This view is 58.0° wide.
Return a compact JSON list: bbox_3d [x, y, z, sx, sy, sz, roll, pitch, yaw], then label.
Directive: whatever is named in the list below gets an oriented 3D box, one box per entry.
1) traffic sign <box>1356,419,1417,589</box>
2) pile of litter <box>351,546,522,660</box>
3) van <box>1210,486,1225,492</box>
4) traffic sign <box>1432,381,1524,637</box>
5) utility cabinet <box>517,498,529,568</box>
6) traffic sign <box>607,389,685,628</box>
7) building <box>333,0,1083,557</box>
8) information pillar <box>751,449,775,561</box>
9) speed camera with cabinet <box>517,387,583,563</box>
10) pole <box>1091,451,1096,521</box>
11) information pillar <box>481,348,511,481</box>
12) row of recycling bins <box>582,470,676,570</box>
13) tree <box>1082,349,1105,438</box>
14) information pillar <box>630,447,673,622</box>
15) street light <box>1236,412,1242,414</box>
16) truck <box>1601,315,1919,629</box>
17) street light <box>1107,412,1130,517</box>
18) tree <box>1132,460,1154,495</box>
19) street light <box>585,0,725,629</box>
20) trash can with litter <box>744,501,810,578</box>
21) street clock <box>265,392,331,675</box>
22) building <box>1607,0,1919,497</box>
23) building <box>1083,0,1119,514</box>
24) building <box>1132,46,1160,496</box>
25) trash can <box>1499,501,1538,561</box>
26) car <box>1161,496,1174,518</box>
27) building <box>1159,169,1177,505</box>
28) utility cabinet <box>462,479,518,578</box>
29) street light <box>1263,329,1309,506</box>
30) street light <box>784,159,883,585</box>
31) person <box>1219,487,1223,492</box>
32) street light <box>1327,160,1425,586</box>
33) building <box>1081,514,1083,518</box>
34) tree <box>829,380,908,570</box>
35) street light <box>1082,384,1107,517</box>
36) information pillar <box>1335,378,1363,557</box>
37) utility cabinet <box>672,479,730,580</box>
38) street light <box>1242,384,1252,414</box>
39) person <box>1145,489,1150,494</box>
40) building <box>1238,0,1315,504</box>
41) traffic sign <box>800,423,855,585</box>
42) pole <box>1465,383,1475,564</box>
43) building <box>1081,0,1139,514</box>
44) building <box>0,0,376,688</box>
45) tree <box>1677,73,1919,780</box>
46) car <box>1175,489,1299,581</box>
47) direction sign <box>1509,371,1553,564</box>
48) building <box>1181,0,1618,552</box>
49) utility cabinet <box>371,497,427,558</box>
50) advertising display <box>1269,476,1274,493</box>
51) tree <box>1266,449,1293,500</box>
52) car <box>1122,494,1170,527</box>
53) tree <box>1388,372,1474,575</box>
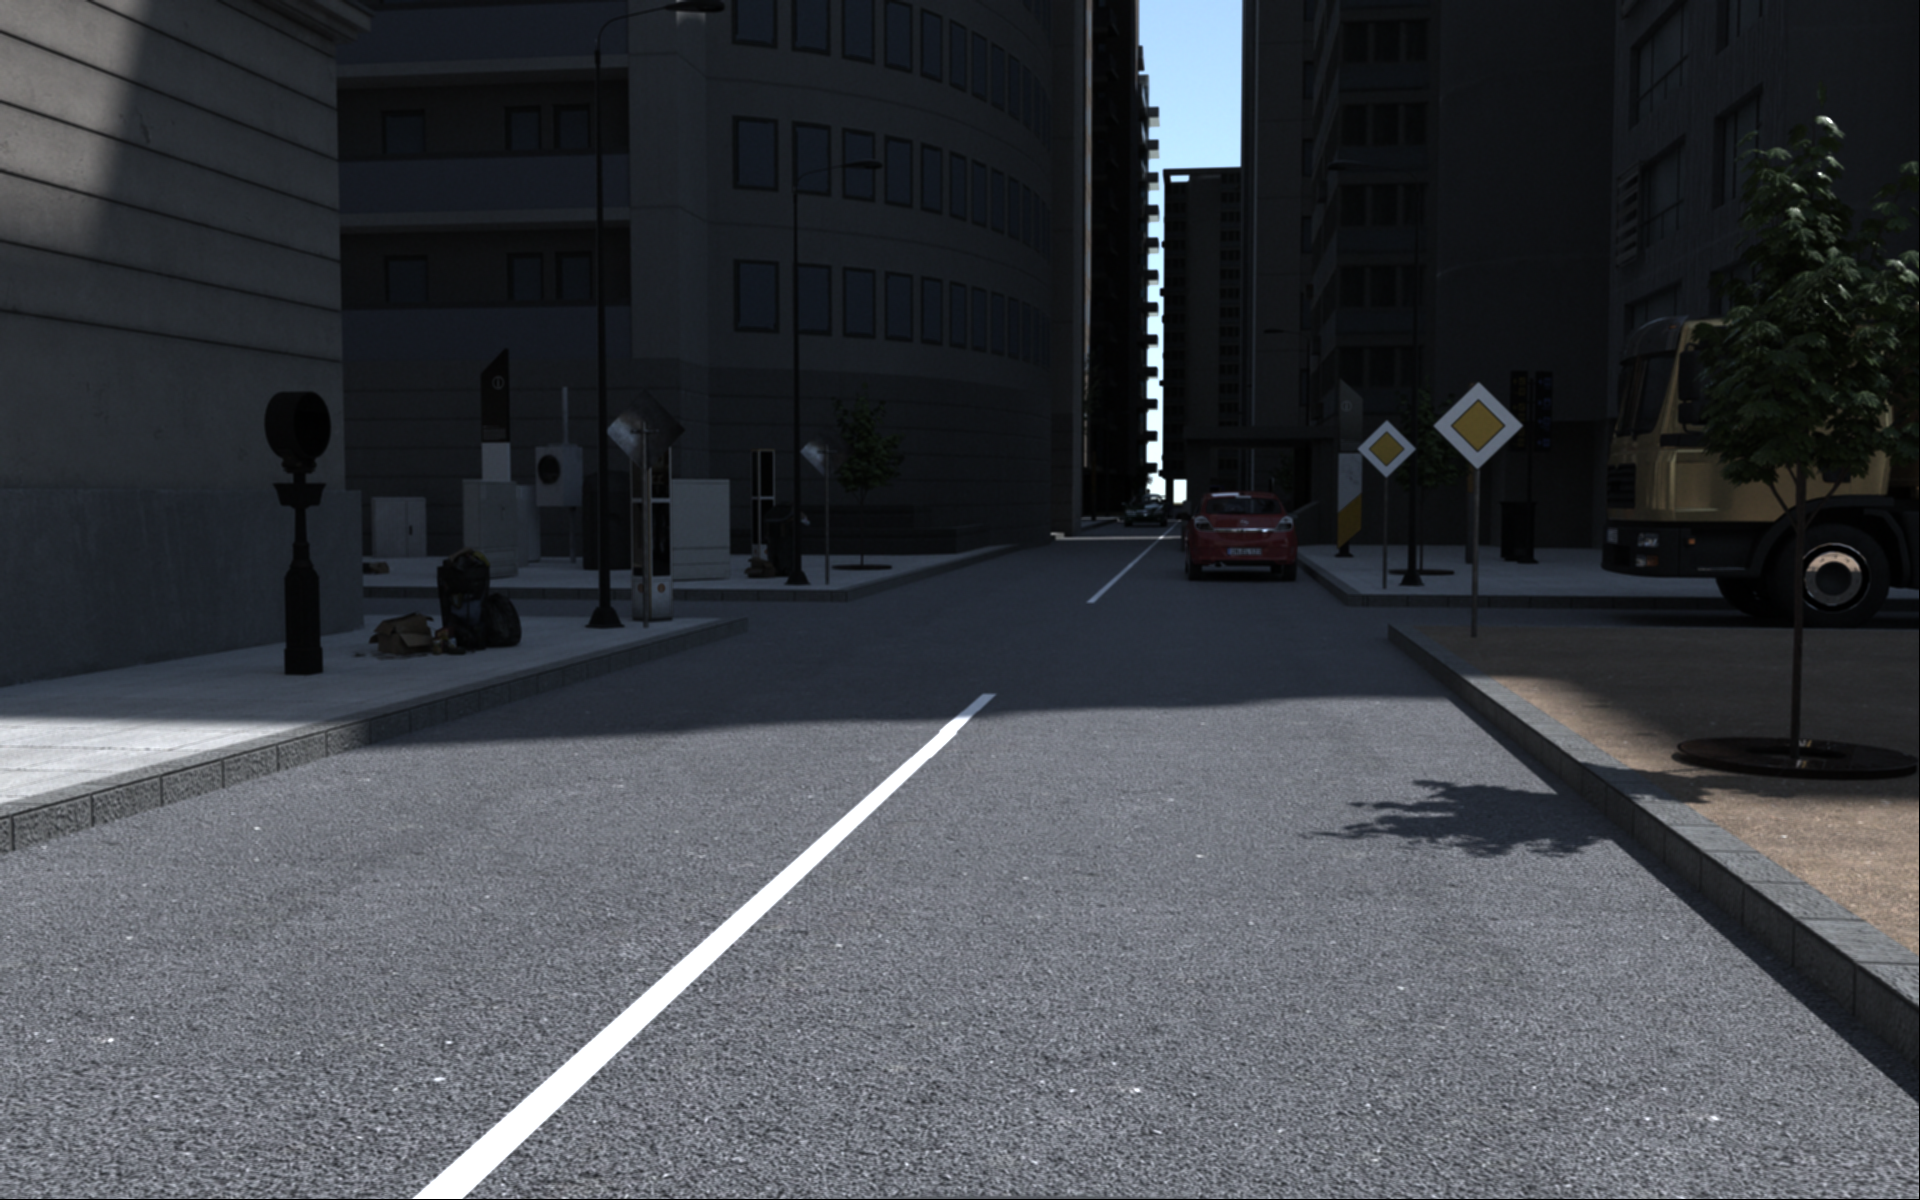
[{"bbox_3d":[5.738,-1.206,23.356,0.795,2.450,0.064,1,4,8],"label":"traffic sign"},{"bbox_3d":[-4.323,-0.019,14.277,1.176,0.858,1.719,2,4,34],"label":"pile of litter"},{"bbox_3d":[18.487,-7.517,127.294,2.240,2.365,5.245,0,4,6],"label":"van"},{"bbox_3d":[4.602,-0.722,15.452,0.795,2.450,0.064,1,4,8],"label":"traffic sign"},{"bbox_3d":[-7.949,-1.191,30.629,0.306,1.237,1.020,-2,4,-35],"label":"utility cabinet"},{"bbox_3d":[-3.011,-0.790,16.562,0.795,2.450,0.064,1,4,8],"label":"traffic sign"},{"bbox_3d":[-8.055,-30.920,47.533,21.231,58.520,28.212,1,4,8],"label":"building"},{"bbox_3d":[-3.232,-1.466,28.458,0.304,2.012,0.304,-2,4,-31],"label":"information pillar"},{"bbox_3d":[-7.982,-2.318,32.230,2.038,3.252,0.660,2,4,29],"label":"speed camera with cabinet"},{"bbox_3d":[6.407,-5.447,82.901,0.158,3.312,0.155,0,3,0],"label":"pole"},{"bbox_3d":[-7.459,-2.235,27.900,0.504,3.616,0.183,1,4,17],"label":"information pillar"},{"bbox_3d":[-5.862,-1.450,30.819,1.069,1.692,3.534,0,4,8],"label":"row of recycling bins"},{"bbox_3d":[3.615,-7.307,69.838,4.737,8.622,4.395,0,3,0],"label":"tree"},{"bbox_3d":[-3.116,-0.795,17.488,0.304,2.012,0.304,3,5,40],"label":"information pillar"},{"bbox_3d":[16.252,-7.657,97.730,1.470,5.913,1.316,1,4,8],"label":"street light"},{"bbox_3d":[11.320,-1.392,18.685,9.791,3.379,3.469,1,4,10],"label":"truck"},{"bbox_3d":[8.911,-7.675,98.030,1.470,5.913,1.316,1,4,8],"label":"street light"},{"bbox_3d":[14.810,-10.068,148.327,4.285,4.588,4.351,0,3,0],"label":"tree"},{"bbox_3d":[-2.888,-2.684,16.429,1.470,5.913,1.316,1,4,8],"label":"street light"},{"bbox_3d":[-2.839,-0.939,26.747,0.624,1.170,1.055,2,4,28],"label":"trash can with litter"},{"bbox_3d":[-4.683,-0.473,12.303,0.358,2.002,0.471,1,4,12],"label":"street clock"},{"bbox_3d":[19.295,-21.018,27.231,14.086,41.232,14.154,1,4,8],"label":"building"},{"bbox_3d":[-1.047,-28.110,114.226,22.147,44.769,28.867,1,4,8],"label":"building"},{"bbox_3d":[7.038,-35.164,194.546,30.456,49.044,23.786,1,4,8],"label":"building"},{"bbox_3d":[10.670,-1.314,33.135,0.748,1.137,0.748,0,3,0],"label":"trash can"},{"bbox_3d":[11.900,-5.605,104.215,1.945,1.354,3.894,1,4,10],"label":"car"},{"bbox_3d":[34.651,-30.755,194.727,23.993,40.220,32.217,1,4,8],"label":"building"},{"bbox_3d":[-7.120,-1.079,26.327,0.318,1.500,1.173,1,4,12],"label":"utility cabinet"},{"bbox_3d":[9.220,-4.660,48.736,1.470,5.913,1.316,1,4,8],"label":"street light"},{"bbox_3d":[-1.767,-3.164,24.268,1.470,5.913,1.316,1,4,8],"label":"street light"},{"bbox_3d":[13.710,-5.067,91.446,0.694,1.812,0.767,2,4,26],"label":"person"},{"bbox_3d":[5.809,-3.161,24.223,1.470,5.913,1.316,1,4,8],"label":"street light"},{"bbox_3d":[-0.744,-26.732,87.176,14.600,45.320,14.200,1,4,8],"label":"building"},{"bbox_3d":[-1.623,-2.137,29.534,1.663,3.219,1.824,0,3,0],"label":"tree"},{"bbox_3d":[5.361,-6.177,73.537,1.470,5.913,1.316,1,4,8],"label":"street light"},{"bbox_3d":[7.896,-2.677,35.125,0.504,3.616,0.183,0,4,-1],"label":"information pillar"},{"bbox_3d":[-4.000,-1.044,25.755,1.173,1.500,0.318,-3,5,-41],"label":"utility cabinet"},{"bbox_3d":[12.786,-6.158,73.226,1.470,5.913,1.316,1,4,8],"label":"street light"},{"bbox_3d":[10.964,-5.554,100.094,0.721,1.735,1.217,0,4,-1],"label":"person"},{"bbox_3d":[36.001,-37.594,156.661,21.231,58.520,28.212,1,4,8],"label":"building"},{"bbox_3d":[-1.876,-1.274,24.467,0.795,2.450,0.064,1,4,8],"label":"traffic sign"},{"bbox_3d":[9.404,-2.322,31.802,0.158,3.312,0.155,0,3,0],"label":"pole"},{"bbox_3d":[6.615,-29.646,134.826,14.600,45.320,14.200,1,4,8],"label":"building"},{"bbox_3d":[-17.536,-13.674,10.965,23.554,28.519,14.401,1,4,8],"label":"building"},{"bbox_3d":[3.898,-0.824,8.071,1.663,3.219,1.824,0,3,0],"label":"tree"},{"bbox_3d":[4.829,-1.288,30.091,2.155,1.783,4.494,0,4,6],"label":"car"},{"bbox_3d":[10.518,-2.445,31.970,0.876,3.537,0.379,-1,4,-16],"label":"direction sign"},{"bbox_3d":[22.409,-21.674,46.251,32.217,40.220,23.993,1,4,8],"label":"building"},{"bbox_3d":[-11.293,-1.451,34.880,1.020,1.237,0.306,-2,4,-31],"label":"utility cabinet"},{"bbox_3d":[11.429,-3.568,63.558,0.123,1.923,0.974,1,4,15],"label":"advertising display"},{"bbox_3d":[12.709,-4.359,65.870,1.663,3.219,1.824,0,3,0],"label":"tree"},{"bbox_3d":[8.300,-4.001,77.216,2.131,1.459,4.920,0,4,8],"label":"car"},{"bbox_3d":[7.404,-2.020,27.625,1.663,3.219,1.824,0,3,0],"label":"tree"}]
